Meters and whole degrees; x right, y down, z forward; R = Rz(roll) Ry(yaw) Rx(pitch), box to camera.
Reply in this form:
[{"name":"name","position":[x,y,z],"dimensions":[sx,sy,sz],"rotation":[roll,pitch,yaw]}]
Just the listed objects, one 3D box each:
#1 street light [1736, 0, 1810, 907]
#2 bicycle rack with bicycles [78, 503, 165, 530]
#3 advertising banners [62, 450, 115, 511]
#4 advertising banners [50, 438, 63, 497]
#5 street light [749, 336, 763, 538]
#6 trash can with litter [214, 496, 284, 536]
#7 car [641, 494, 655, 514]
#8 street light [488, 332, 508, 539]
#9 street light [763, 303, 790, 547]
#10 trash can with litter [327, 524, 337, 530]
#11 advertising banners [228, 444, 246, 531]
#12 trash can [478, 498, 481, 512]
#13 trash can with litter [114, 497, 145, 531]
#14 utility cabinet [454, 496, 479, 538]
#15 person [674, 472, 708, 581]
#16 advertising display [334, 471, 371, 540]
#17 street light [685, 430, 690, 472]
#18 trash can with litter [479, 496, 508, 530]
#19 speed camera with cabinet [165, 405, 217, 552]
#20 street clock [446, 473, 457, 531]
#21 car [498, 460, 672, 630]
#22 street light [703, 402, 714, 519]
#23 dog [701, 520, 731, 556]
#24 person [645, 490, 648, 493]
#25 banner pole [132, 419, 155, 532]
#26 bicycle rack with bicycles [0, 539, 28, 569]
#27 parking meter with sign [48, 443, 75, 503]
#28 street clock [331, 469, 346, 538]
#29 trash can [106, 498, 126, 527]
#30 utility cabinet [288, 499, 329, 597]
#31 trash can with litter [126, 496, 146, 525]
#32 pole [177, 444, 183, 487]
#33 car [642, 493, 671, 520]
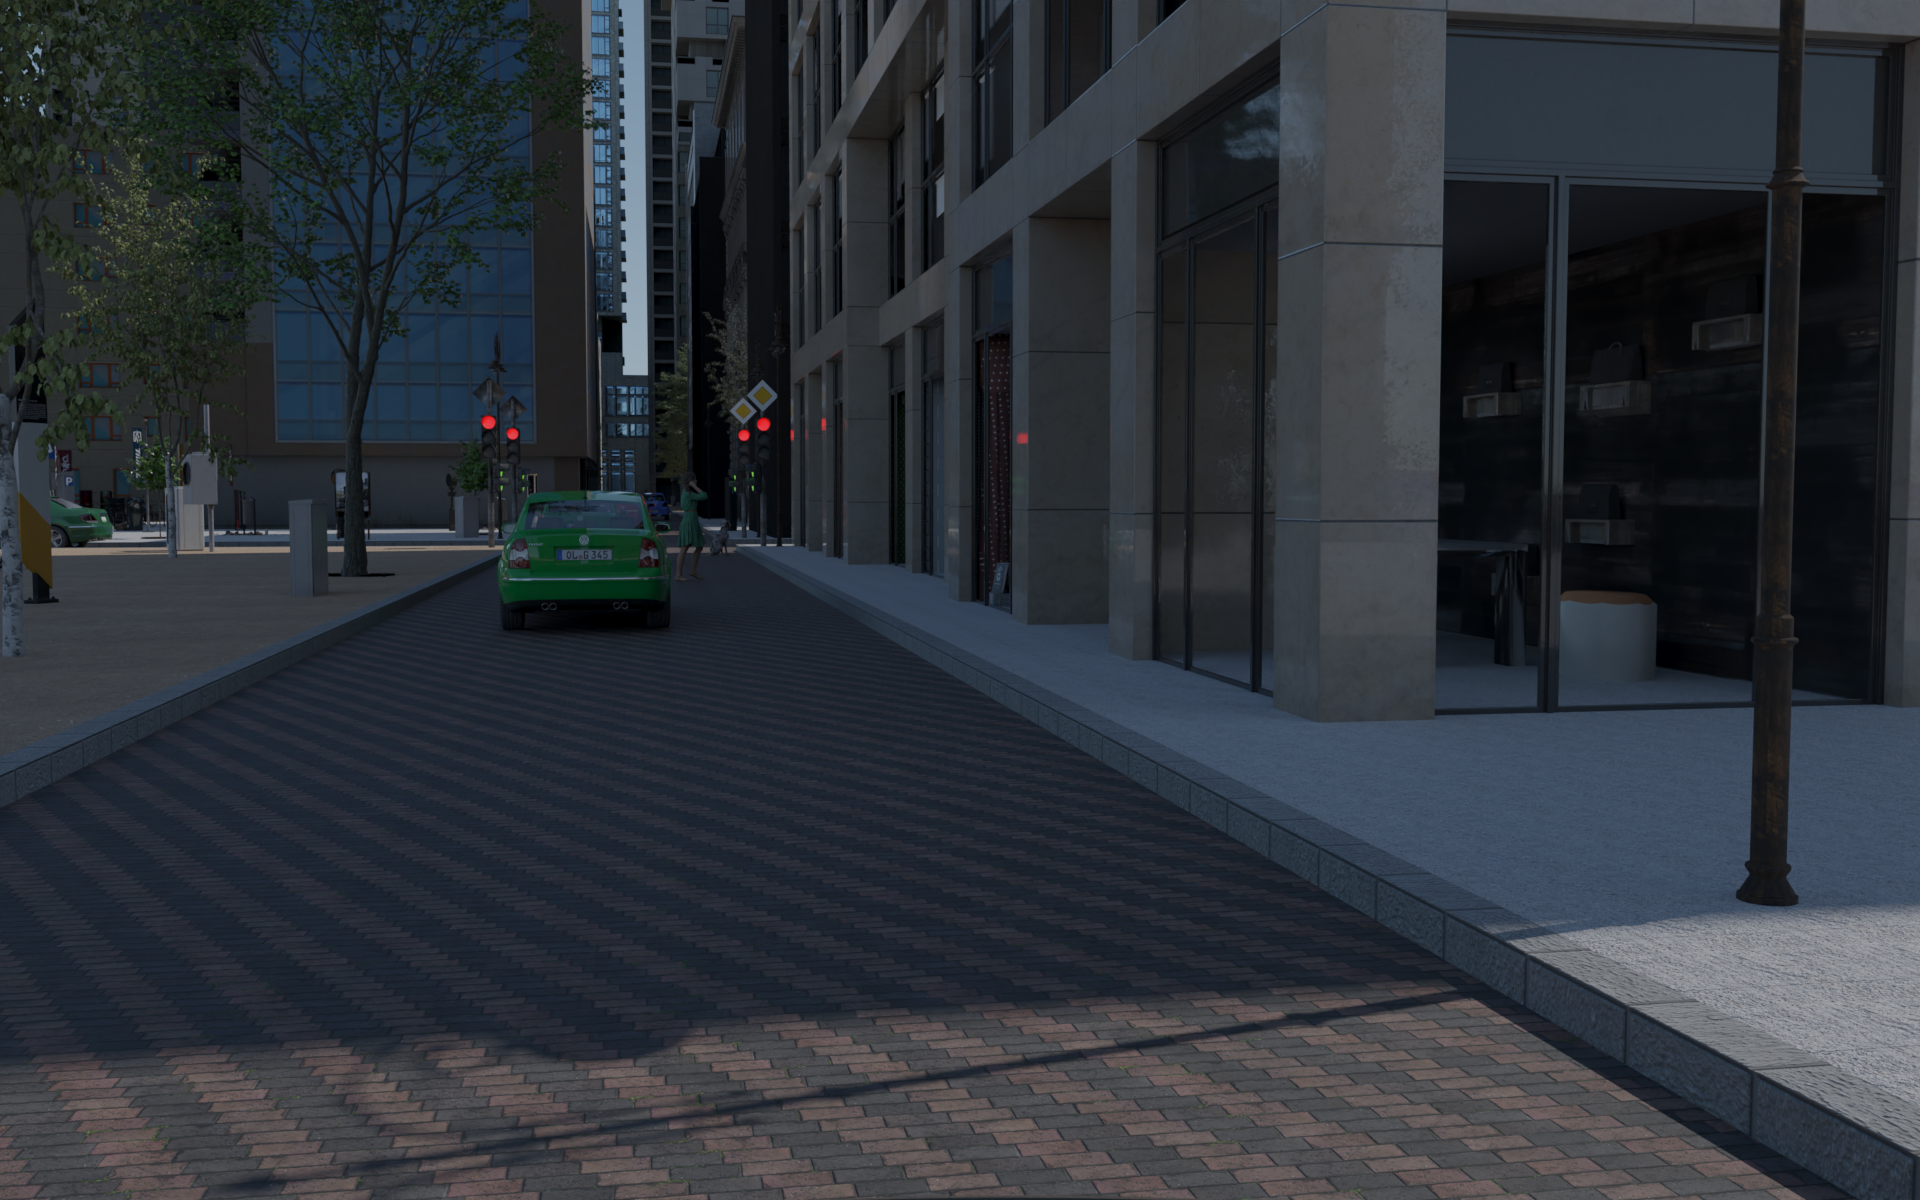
[{"name":"street light","position":[2.551,-1.988,5.294],"dimensions":[0.468,5.910,1.993],"rotation":[-1,4,-10]},{"name":"bicycle rack with bicycles","position":[-31.970,-3.249,66.499],"dimensions":[2.852,0.926,2.925],"rotation":[0,4,-6]},{"name":"advertising banners","position":[-34.885,-4.463,69.162],"dimensions":[2.074,3.025,0.090],"rotation":[-3,5,-43]},{"name":"advertising banners","position":[-28.437,-3.557,54.353],"dimensions":[0.090,3.025,2.074],"rotation":[-2,4,-34]},{"name":"street light","position":[-5.931,-4.779,50.924],"dimensions":[0.468,5.910,1.993],"rotation":[-1,4,-10]},{"name":"trash can with litter","position":[-22.426,-2.639,54.212],"dimensions":[2.233,1.210,1.678],"rotation":[2,4,29]},{"name":"car","position":[-11.832,-3.179,61.011],"dimensions":[2.155,1.783,4.494],"rotation":[-1,4,-10]},{"name":"street light","position":[-13.169,-4.688,49.437],"dimensions":[0.468,5.910,1.993],"rotation":[-1,4,-10]},{"name":"street light","position":[-4.411,-4.240,42.116],"dimensions":[0.468,5.910,1.993],"rotation":[-1,4,-10]},{"name":"trash can with litter","position":[-22.264,-3.124,62.138],"dimensions":[1.678,1.210,2.233],"rotation":[-1,4,-9]},{"name":"advertising banners","position":[-25.519,-3.970,61.103],"dimensions":[0.090,3.025,2.074],"rotation":[-1,4,-9]},{"name":"trash can","position":[-15.954,-2.732,56.320],"dimensions":[0.748,1.137,0.748],"rotation":[0,3,0]},{"name":"trash can with litter","position":[-28.972,-2.994,60.332],"dimensions":[1.055,1.170,0.624],"rotation":[0,4,4]},{"name":"utility cabinet","position":[-14.532,-2.438,51.022],"dimensions":[0.306,1.237,1.020],"rotation":[1,4,9]},{"name":"person","position":[-4.475,-1.214,28.594],"dimensions":[0.529,1.795,0.600],"rotation":[-2,4,-25]},{"name":"advertising display","position":[-17.064,-2.658,48.679],"dimensions":[0.974,1.923,0.123],"rotation":[0,4,0]},{"name":"street light","position":[-19.487,-9.255,124.106],"dimensions":[0.468,5.910,1.993],"rotation":[-1,4,-10]},{"name":"trash can with litter","position":[-16.886,-3.127,62.183],"dimensions":[2.233,1.210,1.678],"rotation":[-1,4,-11]},{"name":"speed camera with cabinet","position":[-17.243,-2.719,38.794],"dimensions":[0.660,3.252,2.038],"rotation":[-3,5,-40]},{"name":"street clock","position":[-17.600,-3.391,60.011],"dimensions":[0.358,2.002,0.471],"rotation":[-3,5,-39]},{"name":"car","position":[-4.255,-0.670,19.748],"dimensions":[1.959,1.807,4.718],"rotation":[-1,4,-11]},{"name":"street light","position":[-12.665,-7.005,87.325],"dimensions":[0.468,5.910,1.993],"rotation":[-1,4,-10]},{"name":"dog","position":[-5.710,-1.435,40.291],"dimensions":[0.800,0.831,0.513],"rotation":[-1,4,-12]},{"name":"person","position":[-27.766,-8.865,153.435],"dimensions":[0.705,1.826,1.348],"rotation":[2,4,24]},{"name":"banner pole","position":[-27.252,-4.139,57.693],"dimensions":[0.401,3.779,0.863],"rotation":[1,4,14]},{"name":"bicycle rack with bicycles","position":[-17.044,-0.958,29.038],"dimensions":[2.925,0.926,2.852],"rotation":[1,4,19]},{"name":"parking meter with sign","position":[-30.224,-3.796,58.332],"dimensions":[1.738,3.016,0.543],"rotation":[2,4,30]},{"name":"street clock","position":[-18.013,-2.801,50.366],"dimensions":[0.471,2.002,0.358],"rotation":[1,4,19]},{"name":"trash can","position":[-33.289,-3.468,68.351],"dimensions":[0.748,1.137,0.748],"rotation":[0,3,0]},{"name":"utility cabinet","position":[-8.292,-0.666,22.046],"dimensions":[0.306,1.237,1.020],"rotation":[-1,4,-10]},{"name":"trash can with litter","position":[-34.827,-3.726,71.984],"dimensions":[1.678,1.210,2.233],"rotation":[3,5,41]},{"name":"pole","position":[-31.553,-4.668,70.168],"dimensions":[0.158,3.312,0.155],"rotation":[0,3,0]},{"name":"car","position":[-16.943,-5.270,95.749],"dimensions":[1.945,1.707,3.694],"rotation":[-1,4,-9]}]
